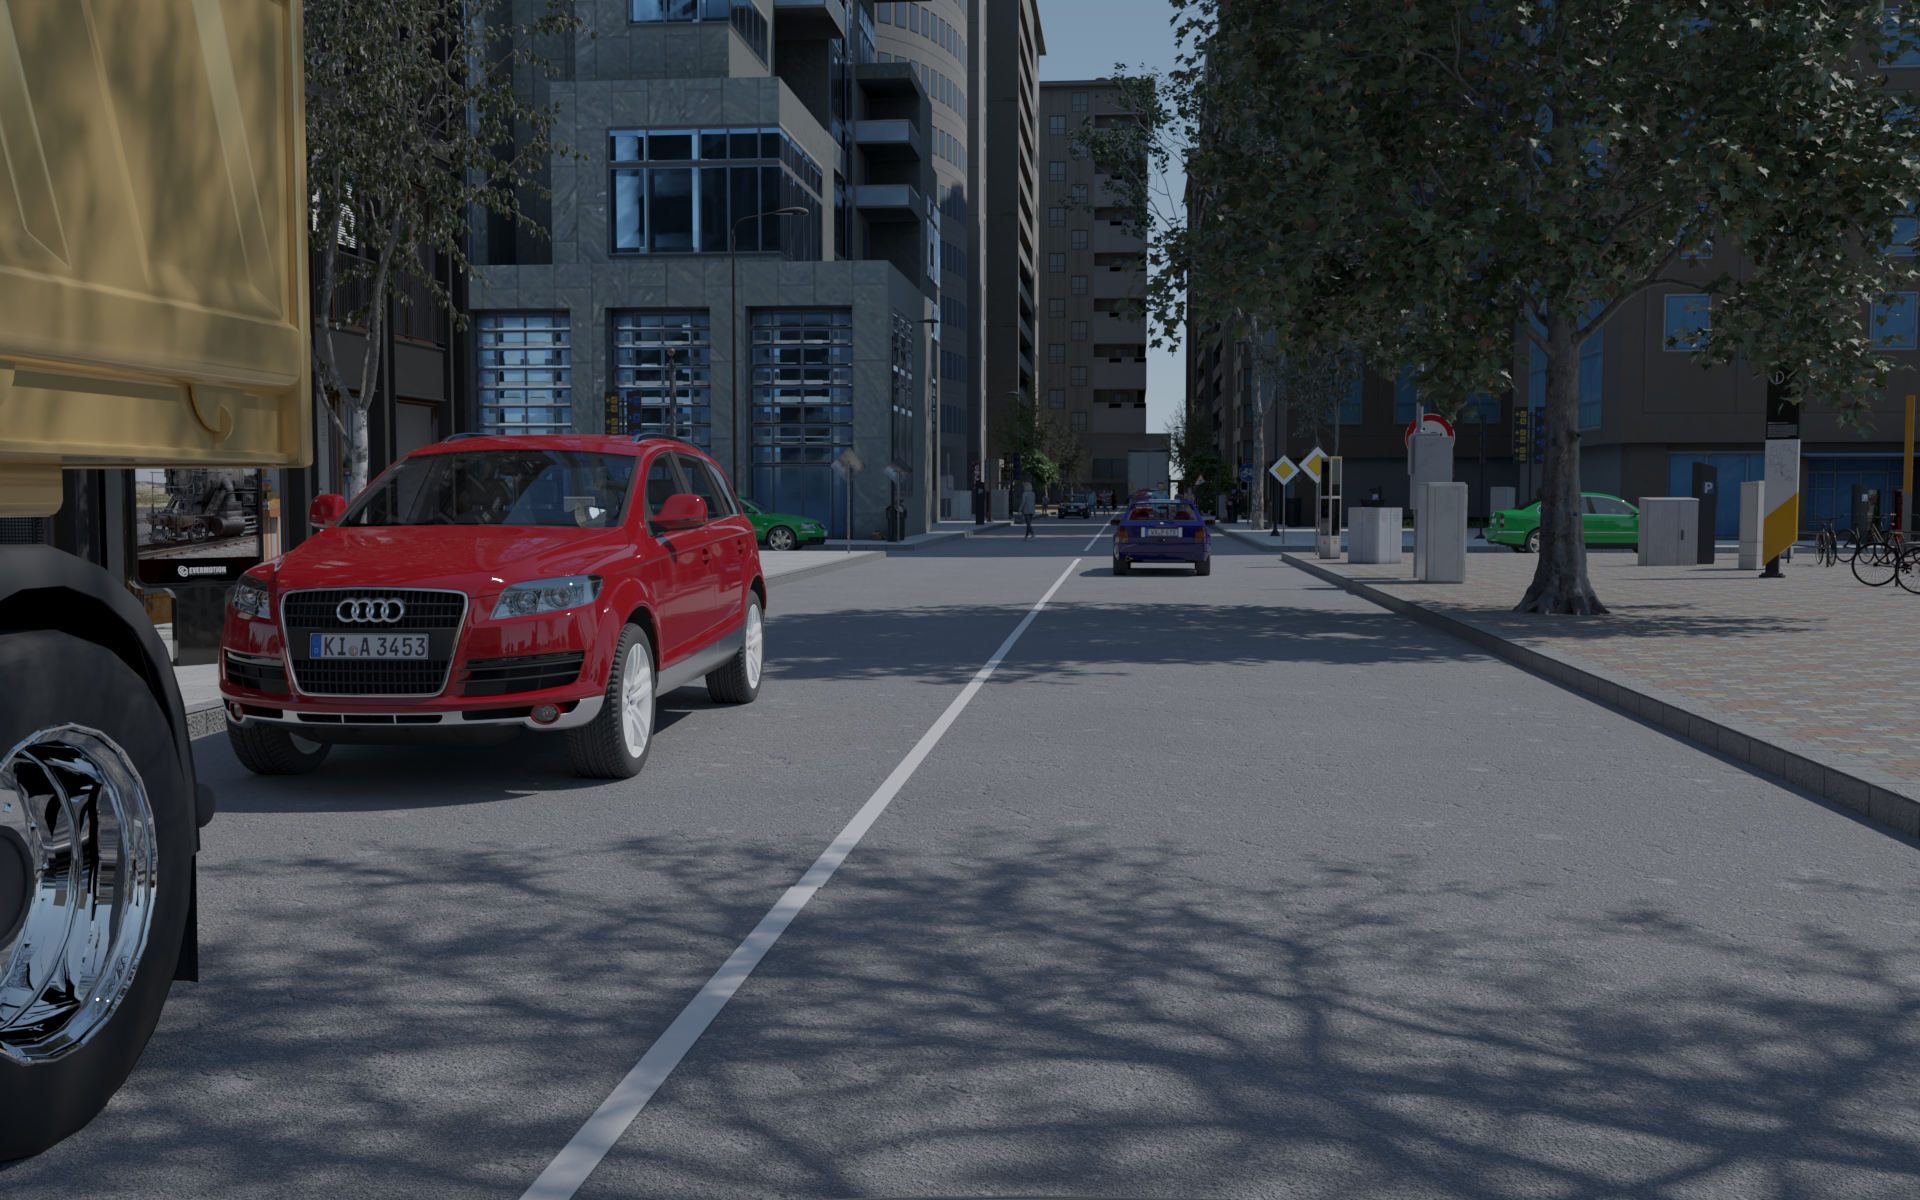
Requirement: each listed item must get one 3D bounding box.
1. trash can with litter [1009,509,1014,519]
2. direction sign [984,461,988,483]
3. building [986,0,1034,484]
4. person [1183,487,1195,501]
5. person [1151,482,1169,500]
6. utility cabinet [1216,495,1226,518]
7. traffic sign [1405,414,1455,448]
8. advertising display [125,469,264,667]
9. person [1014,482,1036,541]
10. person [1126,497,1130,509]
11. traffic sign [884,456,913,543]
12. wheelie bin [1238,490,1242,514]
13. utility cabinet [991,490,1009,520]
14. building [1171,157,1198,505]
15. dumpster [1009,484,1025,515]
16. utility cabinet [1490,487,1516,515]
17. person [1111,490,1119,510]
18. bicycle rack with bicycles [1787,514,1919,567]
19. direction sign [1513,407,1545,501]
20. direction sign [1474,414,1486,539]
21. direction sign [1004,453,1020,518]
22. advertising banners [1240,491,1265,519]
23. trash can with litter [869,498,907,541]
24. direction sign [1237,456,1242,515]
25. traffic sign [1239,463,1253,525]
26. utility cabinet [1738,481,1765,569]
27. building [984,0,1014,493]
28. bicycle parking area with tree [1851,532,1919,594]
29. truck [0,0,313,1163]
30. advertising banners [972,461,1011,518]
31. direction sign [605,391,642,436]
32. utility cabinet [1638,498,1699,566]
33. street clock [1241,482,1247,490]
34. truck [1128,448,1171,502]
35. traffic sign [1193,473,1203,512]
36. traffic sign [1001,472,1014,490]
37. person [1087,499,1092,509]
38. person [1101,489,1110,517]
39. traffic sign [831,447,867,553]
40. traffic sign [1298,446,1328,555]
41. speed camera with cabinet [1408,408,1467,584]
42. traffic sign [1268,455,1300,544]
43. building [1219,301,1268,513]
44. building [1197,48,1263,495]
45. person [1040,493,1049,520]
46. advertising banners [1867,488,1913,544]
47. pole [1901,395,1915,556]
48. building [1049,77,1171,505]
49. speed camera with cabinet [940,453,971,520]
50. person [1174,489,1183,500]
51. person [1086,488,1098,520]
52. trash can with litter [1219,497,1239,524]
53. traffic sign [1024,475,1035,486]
[{"bbox_3d":[2.242,-4.675,87.824,1.055,1.170,0.624,2,4,34],"label":"trash can with litter"},{"bbox_3d":[1.554,-7.684,117.634,0.876,3.537,0.379,-2,4,-35],"label":"direction sign"},{"bbox_3d":[-4.806,-32.312,152.004,21.300,48.544,21.600,0,4,6],"label":"building"},{"bbox_3d":[10.925,-4.548,83.221,0.716,1.782,0.532,-1,4,-10],"label":"person"},{"bbox_3d":[6.457,-2.894,55.840,0.660,1.820,0.620,-1,4,-14],"label":"person"},{"bbox_3d":[13.793,-4.914,91.505,0.306,1.237,1.020,1,4,23],"label":"utility cabinet"},{"bbox_3d":[7.452,-1.678,27.542,0.768,2.556,0.104,0,4,6],"label":"traffic sign"},{"bbox_3d":[-5.719,-0.475,12.978,0.123,1.923,0.974,3,5,44],"label":"advertising display"},{"bbox_3d":[2.025,-2.685,52.577,0.709,1.800,0.728,-3,5,-41],"label":"person"},{"bbox_3d":[16.042,-9.331,164.301,0.697,1.427,0.421,-3,5,-41],"label":"person"},{"bbox_3d":[-1.611,-2.548,45.301,0.795,2.450,0.064,0,4,6],"label":"traffic sign"},{"bbox_3d":[16.875,-5.986,105.771,0.980,1.594,0.693,-3,5,-43],"label":"wheelie bin"},{"bbox_3d":[1.922,-4.724,85.908,0.318,1.500,1.173,-3,4,-38],"label":"utility cabinet"},{"bbox_3d":[40.565,-34.200,213.793,28.867,44.769,22.147,0,4,6],"label":"building"},{"bbox_3d":[3.398,-5.720,99.282,1.264,1.857,1.865,0,4,6],"label":"dumpster"},{"bbox_3d":[16.590,-2.706,52.923,0.318,1.500,1.173,0,4,-5],"label":"utility cabinet"},{"bbox_3d":[13.841,-8.996,155.545,0.705,1.831,1.348,-2,4,-25],"label":"person"},{"bbox_3d":[16.272,-1.090,31.212,2.852,0.926,2.925,0,4,6],"label":"bicycle rack with bicycles"},{"bbox_3d":[14.790,-3.237,44.922,0.876,3.537,0.379,0,4,5],"label":"direction sign"},{"bbox_3d":[14.922,-3.518,49.513,0.379,3.537,0.876,0,4,7],"label":"direction sign"},{"bbox_3d":[2.827,-6.284,94.746,0.876,3.537,0.379,-1,4,-10],"label":"direction sign"},{"bbox_3d":[15.103,-5.573,87.302,2.074,3.025,0.090,2,4,31],"label":"advertising banners"},{"bbox_3d":[-1.986,-2.213,47.562,1.055,1.170,0.624,1,4,17],"label":"trash can with litter"},{"bbox_3d":[16.787,-6.853,104.037,0.379,3.537,0.876,2,4,23],"label":"direction sign"},{"bbox_3d":[11.905,-4.368,71.527,0.768,2.556,0.104,1,4,9],"label":"traffic sign"},{"bbox_3d":[13.624,-1.274,29.503,0.318,1.500,1.173,3,5,43],"label":"utility cabinet"},{"bbox_3d":[-6.379,-42.327,130.299,20.563,71.187,20.611,0,4,6],"label":"building"},{"bbox_3d":[15.740,-2.020,20.027,9.016,4.147,8.231,1,4,20],"label":"bicycle parking area with tree"},{"bbox_3d":[-3.553,-0.266,0.272,3.469,3.379,9.791,0,4,6],"label":"truck"},{"bbox_3d":[1.638,-5.802,91.055,2.074,3.025,0.090,0,4,-4],"label":"advertising banners"},{"bbox_3d":[-7.412,-2.825,38.186,0.876,3.537,0.379,1,4,16],"label":"direction sign"},{"bbox_3d":[12.688,-1.215,31.023,1.020,1.237,0.306,-1,4,-12],"label":"utility cabinet"},{"bbox_3d":[16.552,-5.873,100.590,0.358,2.002,0.471,-3,5,-39],"label":"street clock"},{"bbox_3d":[12.211,-7.523,111.912,2.839,4.237,11.283,0,4,7],"label":"truck"},{"bbox_3d":[14.990,-6.602,107.951,0.884,2.594,0.081,0,4,8],"label":"traffic sign"},{"bbox_3d":[2.691,-5.963,97.606,0.768,2.556,0.104,1,4,11],"label":"traffic sign"},{"bbox_3d":[8.876,-6.743,119.313,0.480,1.755,0.524,-2,4,-28],"label":"person"},{"bbox_3d":[9.239,-6.156,109.743,0.643,1.750,0.593,0,4,2],"label":"person"},{"bbox_3d":[-2.402,-2.062,37.355,0.795,2.450,0.064,0,4,6],"label":"traffic sign"},{"bbox_3d":[7.492,-2.001,36.355,0.795,2.450,0.064,0,4,6],"label":"traffic sign"},{"bbox_3d":[7.089,-1.918,25.691,0.660,3.252,2.038,0,4,7],"label":"speed camera with cabinet"},{"bbox_3d":[8.282,-2.487,44.301,0.795,2.450,0.064,0,4,6],"label":"traffic sign"},{"bbox_3d":[34.580,-17.586,132.572,27.650,21.520,28.899,0,4,6],"label":"building"},{"bbox_3d":[35.712,-33.964,179.006,21.300,48.544,21.600,0,4,6],"label":"building"},{"bbox_3d":[4.742,-5.269,97.243,0.523,1.515,0.503,2,4,29],"label":"person"},{"bbox_3d":[24.118,-2.946,44.363,0.090,3.025,2.074,-3,5,-41],"label":"advertising banners"},{"bbox_3d":[19.621,-2.569,35.844,0.158,3.312,0.155,0,3,0],"label":"pole"},{"bbox_3d":[12.948,-38.616,220.613,27.495,52.752,28.713,0,4,6],"label":"building"},{"bbox_3d":[-0.286,-5.542,84.947,0.660,3.252,2.038,3,5,39],"label":"speed camera with cabinet"},{"bbox_3d":[13.246,-5.849,104.969,0.563,1.720,0.643,1,4,16],"label":"person"},{"bbox_3d":[7.281,-5.309,95.569,0.793,1.790,0.793,-1,4,-19],"label":"person"},{"bbox_3d":[11.686,-3.921,75.490,0.624,1.170,1.055,-2,4,-28],"label":"trash can with litter"},{"bbox_3d":[4.513,-6.900,112.916,0.768,2.556,0.104,0,4,7],"label":"traffic sign"}]
